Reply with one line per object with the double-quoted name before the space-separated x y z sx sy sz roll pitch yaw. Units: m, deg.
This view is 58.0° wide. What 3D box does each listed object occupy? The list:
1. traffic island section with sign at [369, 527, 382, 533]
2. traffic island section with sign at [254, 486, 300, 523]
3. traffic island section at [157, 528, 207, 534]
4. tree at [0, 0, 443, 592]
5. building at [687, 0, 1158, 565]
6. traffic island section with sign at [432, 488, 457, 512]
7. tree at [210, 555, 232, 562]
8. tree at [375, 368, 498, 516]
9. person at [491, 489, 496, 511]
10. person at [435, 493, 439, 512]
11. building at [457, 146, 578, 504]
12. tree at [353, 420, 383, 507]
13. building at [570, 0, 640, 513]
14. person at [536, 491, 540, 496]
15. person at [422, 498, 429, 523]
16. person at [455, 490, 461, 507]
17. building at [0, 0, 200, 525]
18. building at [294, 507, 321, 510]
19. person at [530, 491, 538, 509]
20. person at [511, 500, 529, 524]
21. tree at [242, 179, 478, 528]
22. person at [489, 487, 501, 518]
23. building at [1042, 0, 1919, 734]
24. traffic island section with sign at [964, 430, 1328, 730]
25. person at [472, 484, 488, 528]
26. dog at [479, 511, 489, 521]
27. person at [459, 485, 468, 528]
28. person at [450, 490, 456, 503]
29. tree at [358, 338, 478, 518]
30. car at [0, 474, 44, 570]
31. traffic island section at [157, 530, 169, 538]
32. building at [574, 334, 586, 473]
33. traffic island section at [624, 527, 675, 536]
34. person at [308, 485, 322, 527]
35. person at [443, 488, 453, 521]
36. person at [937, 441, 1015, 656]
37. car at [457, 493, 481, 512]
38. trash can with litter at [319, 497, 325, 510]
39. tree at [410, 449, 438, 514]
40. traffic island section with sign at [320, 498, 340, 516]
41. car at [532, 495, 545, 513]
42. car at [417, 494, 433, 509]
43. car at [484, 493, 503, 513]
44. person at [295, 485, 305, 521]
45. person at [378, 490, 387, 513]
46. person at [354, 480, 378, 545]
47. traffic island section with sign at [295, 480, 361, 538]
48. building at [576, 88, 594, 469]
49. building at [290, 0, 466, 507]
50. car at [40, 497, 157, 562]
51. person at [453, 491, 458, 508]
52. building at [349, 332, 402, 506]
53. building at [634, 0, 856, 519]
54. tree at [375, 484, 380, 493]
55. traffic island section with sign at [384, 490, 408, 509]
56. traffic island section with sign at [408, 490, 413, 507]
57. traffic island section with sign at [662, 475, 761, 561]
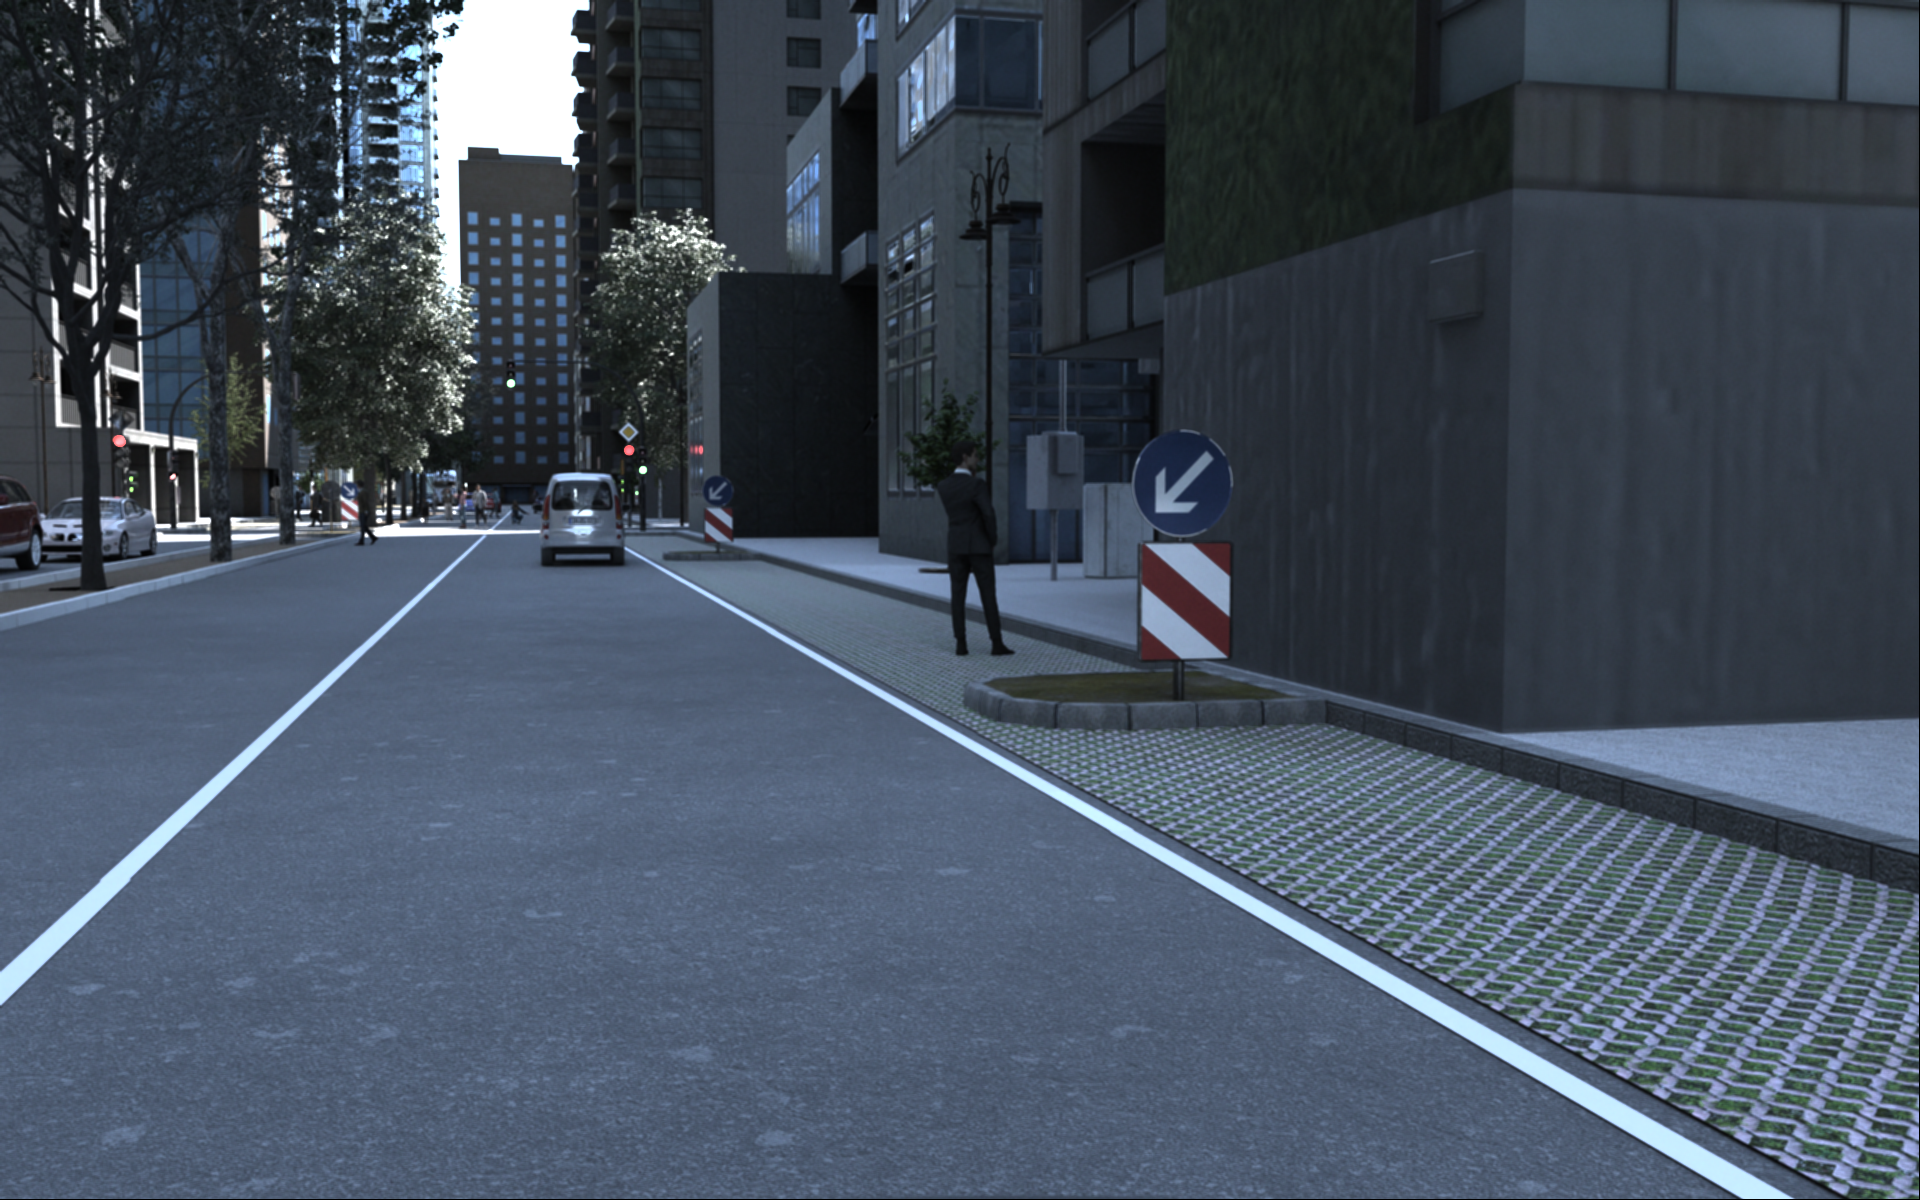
"traffic island section with sign" -22.792 -3.470 64.863 2.006 1.907 1.989 -1 4 -14
"traffic island section with sign" -34.597 -4.840 87.766 1.989 1.847 2.006 -1 4 -14
"traffic island section" -28.937 -2.533 63.695 2.009 0.180 2.903 -1 4 -14
"tree" -12.785 -6.869 25.142 12.009 13.543 11.850 0 3 0
"building" 5.074 -44.828 45.608 22.319 86.520 31.000 -1 4 -14
"traffic island section with sign" -40.920 -7.930 137.790 2.006 1.907 1.989 -1 4 -14
"tree" -17.049 -10.905 36.646 12.611 20.169 13.585 0 3 0
"tree" -35.089 -11.819 112.708 9.611 12.733 9.660 0 3 0
"person" -38.465 -8.212 142.852 1.350 1.814 0.705 2 4 35
"person" -40.553 -7.517 133.991 0.523 1.515 0.503 -1 4 -13
"building" -57.863 -35.289 227.085 14.200 45.320 14.600 -1 4 -14
"tree" -58.543 -15.546 172.297 7.486 12.596 7.792 0 3 0
"building" -17.304 -28.984 128.514 22.147 44.769 28.867 -1 4 -14
"person" -51.979 -12.486 212.660 1.348 1.822 0.705 -2 4 -24
"person" -26.207 -4.387 84.901 0.362 1.253 0.373 0 4 4
"person" -42.496 -8.410 146.682 0.721 1.739 1.217 -2 4 -35
"building" -43.113 -38.584 69.109 20.563 71.187 20.611 -1 4 -14
"building" -63.527 -51.007 146.630 22.319 86.520 31.000 -1 4 -14
"person" -40.050 -9.434 163.306 0.990 1.755 0.434 -1 4 -16
"person" -20.993 -4.185 82.424 1.012 1.151 0.738 -3 5 -39
"tree" -23.984 -9.831 69.850 9.857 13.997 8.962 0 3 0
"person" -27.725 -5.800 103.195 0.748 1.841 0.638 -2 4 -25
"building" 8.062 -20.350 16.321 14.154 41.232 14.086 -1 4 -14
"traffic island section with sign" 1.092 -0.171 11.422 1.989 1.847 2.006 -1 4 -14
"person" -20.510 -4.015 73.995 0.661 1.843 0.795 0 4 7
"dog" -25.824 -4.555 93.768 0.406 0.507 0.540 1 4 10
"person" -20.754 -3.902 72.315 0.388 1.821 0.555 -1 4 -21
"person" -50.154 -9.908 170.505 1.348 1.823 0.705 2 4 33
"tree" -32.500 -10.705 103.232 9.928 11.665 9.643 0 3 0
"car" -18.055 -1.364 30.974 2.281 1.827 5.304 -1 4 -13
"traffic island section" -27.011 -2.059 55.944 2.009 0.180 2.903 -1 4 -14
"building" -30.956 -21.973 204.293 27.650 21.520 28.899 -1 4 -14
"traffic island section" -10.955 -2.302 59.914 2.009 0.180 2.903 -1 4 -14
"person" -28.225 -4.125 75.910 0.622 1.834 0.822 3 5 40
"person" -27.198 -5.078 92.069 0.519 1.759 0.362 -3 4 -36
"person" 0.121 -0.460 15.381 0.648 1.900 0.474 2 4 30
"car" -34.628 -6.920 122.728 1.945 1.707 3.694 -1 4 -15
"trash can with litter" -49.673 -7.529 134.490 1.055 1.170 0.624 -2 4 -26
"tree" -36.918 -10.305 121.311 4.360 8.622 3.978 0 3 0
"traffic island section with sign" -41.155 -6.456 114.176 1.989 1.847 2.006 -1 4 -14
"car" -31.053 -7.164 129.714 1.945 1.354 3.894 -1 4 -14
"car" -50.048 -9.313 162.059 2.009 1.686 4.222 -1 4 -14
"car" -36.105 -7.566 132.745 2.155 1.783 4.494 -1 4 -15
"person" -35.224 -5.175 92.472 0.474 1.900 0.648 -1 4 -9
"person" -43.249 -7.385 129.637 0.661 1.777 0.834 0 4 4
"person" -16.743 -2.463 48.673 0.656 1.842 0.836 2 4 33
"traffic island section with sign" -21.015 -3.030 57.671 2.006 1.907 1.989 -1 4 -14
"building" -32.021 -32.475 181.084 14.600 45.320 14.200 -1 4 -14
"building" -80.953 -55.751 224.204 31.000 86.520 22.319 -1 4 -14
"car" -19.091 -1.583 38.240 2.083 1.381 4.827 -1 4 -13
"person" -53.708 -10.720 184.478 1.217 1.736 0.721 1 4 17
"building" -78.347 -21.271 192.826 28.899 21.520 27.650 -1 4 -14
"building" -11.191 -19.925 97.481 14.160 30.474 14.107 -1 4 -14
"tree" -60.746 -11.266 178.805 1.663 3.219 1.824 0 3 0
"traffic island section with sign" -53.166 -9.414 162.544 1.989 1.847 2.006 -1 4 -14
"traffic island section with sign" -59.677 -11.014 188.704 1.989 1.847 2.006 -1 4 -14
"traffic island section with sign" -5.461 -1.782 37.770 1.989 1.847 2.006 -1 4 -14
